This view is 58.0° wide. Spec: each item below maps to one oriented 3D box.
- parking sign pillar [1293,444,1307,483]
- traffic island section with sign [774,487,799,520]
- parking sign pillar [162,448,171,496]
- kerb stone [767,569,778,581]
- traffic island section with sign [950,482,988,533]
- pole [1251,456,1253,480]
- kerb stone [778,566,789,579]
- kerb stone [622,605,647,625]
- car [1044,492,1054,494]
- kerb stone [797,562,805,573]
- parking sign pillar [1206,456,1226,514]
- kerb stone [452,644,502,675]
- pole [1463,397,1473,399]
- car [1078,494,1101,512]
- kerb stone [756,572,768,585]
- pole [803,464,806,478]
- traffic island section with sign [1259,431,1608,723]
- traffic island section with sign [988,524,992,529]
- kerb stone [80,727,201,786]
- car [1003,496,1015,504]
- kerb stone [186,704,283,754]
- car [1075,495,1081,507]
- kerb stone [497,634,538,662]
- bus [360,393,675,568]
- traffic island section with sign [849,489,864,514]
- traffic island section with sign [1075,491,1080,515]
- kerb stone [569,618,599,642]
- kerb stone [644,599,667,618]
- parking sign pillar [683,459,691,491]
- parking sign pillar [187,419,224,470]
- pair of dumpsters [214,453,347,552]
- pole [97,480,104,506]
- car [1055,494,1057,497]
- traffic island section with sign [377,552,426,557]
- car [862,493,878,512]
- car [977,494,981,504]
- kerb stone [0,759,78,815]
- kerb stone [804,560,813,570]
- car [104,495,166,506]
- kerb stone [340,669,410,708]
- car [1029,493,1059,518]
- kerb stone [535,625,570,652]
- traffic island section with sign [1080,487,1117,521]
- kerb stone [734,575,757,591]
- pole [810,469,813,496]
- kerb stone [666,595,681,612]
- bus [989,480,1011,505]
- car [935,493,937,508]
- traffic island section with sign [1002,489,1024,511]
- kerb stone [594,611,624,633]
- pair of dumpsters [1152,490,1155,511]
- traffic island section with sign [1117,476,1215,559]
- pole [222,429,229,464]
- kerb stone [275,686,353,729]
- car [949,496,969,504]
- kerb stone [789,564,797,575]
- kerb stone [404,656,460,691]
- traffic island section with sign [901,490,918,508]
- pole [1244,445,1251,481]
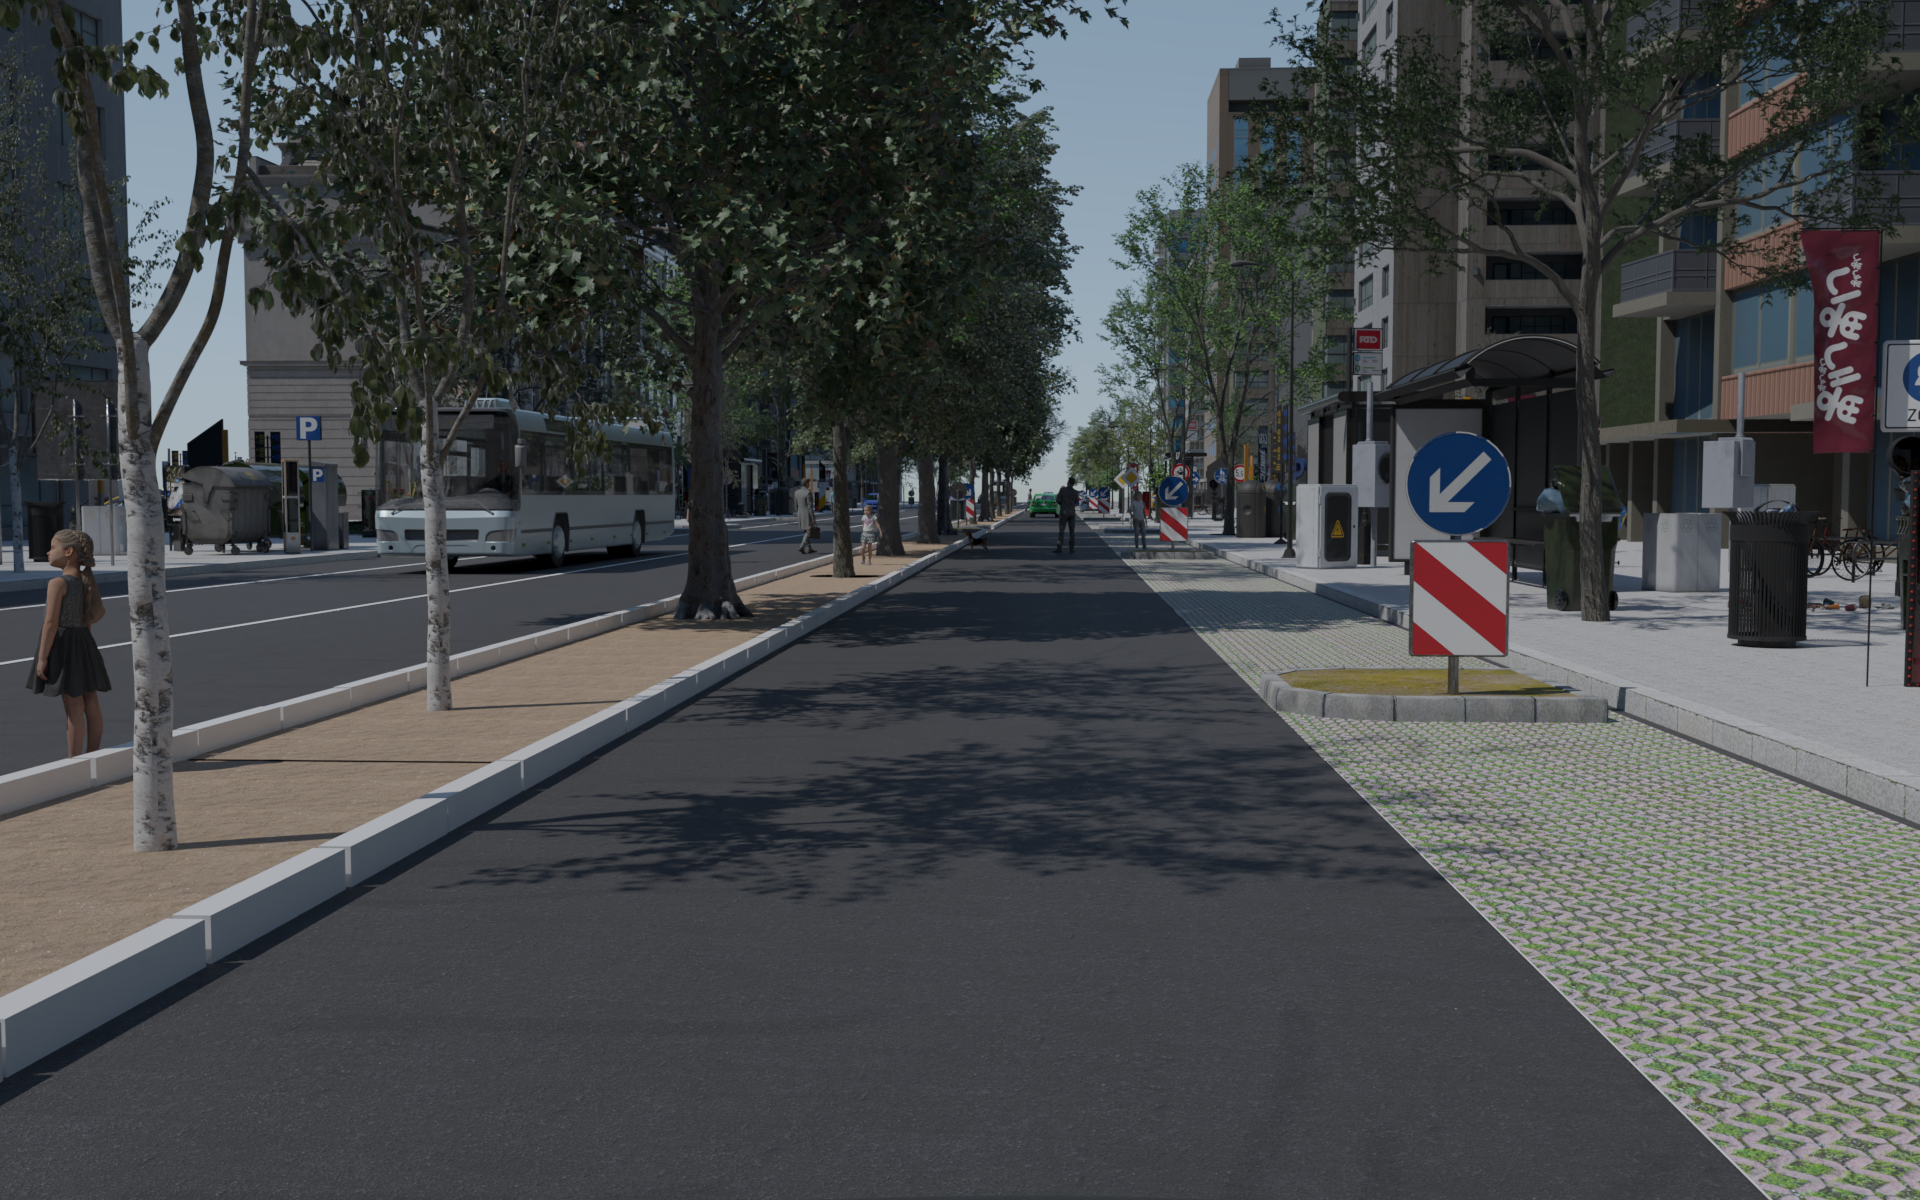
[{"bbox_3d":[18.495,-6.424,93.504,1.447,3.967,1.447,-1,4,-21],"label":"parking sign pillar"},{"bbox_3d":[-9.096,-5.301,95.304,1.989,1.847,2.006,0,4,3],"label":"traffic island section with sign"},{"bbox_3d":[-46.449,-6.911,101.462,1.447,3.967,1.447,-2,4,-24],"label":"parking sign pillar"},{"bbox_3d":[-3.166,-0.377,28.397,0.120,0.150,1.000,0,4,3],"label":"kerb stone"},{"bbox_3d":[-0.107,-3.442,64.417,2.006,1.907,1.989,0,4,3],"label":"traffic island section with sign"},{"bbox_3d":[15.434,-5.990,91.775,0.158,3.312,0.155,0,3,0],"label":"pole"},{"bbox_3d":[-3.090,-0.442,29.420,0.120,0.150,1.000,0,4,3],"label":"kerb stone"},{"bbox_3d":[-3.672,0.188,19.173,0.120,0.150,1.000,0,4,3],"label":"kerb stone"},{"bbox_3d":[13.731,-15.899,268.626,2.281,1.827,5.304,0,4,4],"label":"car"},{"bbox_3d":[-2.987,-0.563,31.466,0.120,0.150,1.000,0,4,3],"label":"kerb stone"},{"bbox_3d":[16.852,-7.647,113.504,1.447,3.967,1.447,1,4,22],"label":"parking sign pillar"},{"bbox_3d":[-3.956,0.498,14.049,0.120,0.150,1.000,0,4,3],"label":"kerb stone"},{"bbox_3d":[10.688,-2.610,36.518,0.158,3.312,0.155,0,3,0],"label":"pole"},{"bbox_3d":[9.857,-7.191,129.577,2.014,1.417,4.499,0,4,1],"label":"car"},{"bbox_3d":[-3.212,-0.317,27.372,0.120,0.150,1.000,0,4,3],"label":"kerb stone"},{"bbox_3d":[-10.577,-7.584,117.833,0.158,3.312,0.155,0,3,0],"label":"pole"},{"bbox_3d":[3.093,-0.191,11.755,1.989,1.847,2.006,0,4,3],"label":"traffic island section with sign"},{"bbox_3d":[0.315,-3.895,71.812,2.006,1.907,1.989,0,4,3],"label":"traffic island section with sign"},{"bbox_3d":[-4.234,0.812,8.927,0.120,0.150,1.000,0,4,3],"label":"kerb stone"},{"bbox_3d":[7.217,-15.396,260.758,2.155,1.783,4.494,0,4,2],"label":"car"},{"bbox_3d":[-4.187,0.749,9.954,0.120,0.150,1.000,0,4,3],"label":"kerb stone"},{"bbox_3d":[12.626,-10.145,178.450,1.945,1.354,3.894,0,4,4],"label":"car"},{"bbox_3d":[-3.903,0.436,15.070,0.120,0.150,1.000,0,4,3],"label":"kerb stone"},{"bbox_3d":[-8.786,-2.538,36.350,2.948,3.499,13.247,0,4,4],"label":"bus"},{"bbox_3d":[-7.572,-6.967,122.532,1.989,1.847,2.006,0,4,3],"label":"traffic island section with sign"},{"bbox_3d":[9.181,-6.867,120.899,1.989,1.847,2.006,0,4,3],"label":"traffic island section with sign"},{"bbox_3d":[-3.784,0.310,17.123,0.120,0.150,1.000,0,4,3],"label":"kerb stone"},{"bbox_3d":[-3.615,0.124,20.199,0.120,0.150,1.000,0,4,3],"label":"kerb stone"},{"bbox_3d":[-19.646,-8.451,126.641,1.447,3.967,1.447,3,4,38],"label":"parking sign pillar"},{"bbox_3d":[-26.993,-4.508,62.171,1.447,3.967,1.447,0,4,2],"label":"parking sign pillar"},{"bbox_3d":[-15.796,-2.297,40.048,1.574,2.255,4.437,0,4,3],"label":"pair of dumpsters"},{"bbox_3d":[-32.019,-4.323,64.521,0.158,3.312,0.155,0,3,0],"label":"pole"},{"bbox_3d":[6.862,-7.422,131.143,2.009,1.686,4.222,0,4,4],"label":"car"},{"bbox_3d":[-12.175,-1.926,40.114,1.989,1.847,2.006,0,4,3],"label":"traffic island section with sign"},{"bbox_3d":[-6.617,-7.668,134.959,1.945,1.707,3.694,0,4,4],"label":"car"},{"bbox_3d":[3.576,-15.351,260.767,2.009,1.686,4.222,0,4,5],"label":"car"},{"bbox_3d":[-4.299,0.875,7.898,0.120,0.150,1.000,0,4,3],"label":"kerb stone"},{"bbox_3d":[-2.932,-0.629,32.486,0.120,0.150,1.000,0,4,3],"label":"kerb stone"},{"bbox_3d":[-34.000,-3.714,70.944,3.980,1.641,2.015,0,4,4],"label":"car"},{"bbox_3d":[-4.074,0.623,12.002,0.120,0.150,1.000,0,4,3],"label":"kerb stone"},{"bbox_3d":[5.204,-5.956,106.172,1.959,1.807,4.718,0,4,4],"label":"car"},{"bbox_3d":[-3.844,0.373,16.090,0.120,0.150,1.000,0,4,3],"label":"kerb stone"},{"bbox_3d":[7.673,-5.212,93.841,1.989,1.847,2.006,0,4,3],"label":"traffic island section with sign"},{"bbox_3d":[-3.271,-0.254,26.342,0.120,0.150,1.000,0,4,3],"label":"kerb stone"},{"bbox_3d":[-12.077,-9.002,141.025,0.158,3.312,0.155,0,3,0],"label":"pole"},{"bbox_3d":[-3.556,0.062,21.220,0.120,0.150,1.000,0,4,3],"label":"kerb stone"},{"bbox_3d":[5.149,-13.553,216.451,2.948,3.499,13.247,0,4,2],"label":"bus"},{"bbox_3d":[-2.074,-9.229,159.926,2.155,1.783,4.494,0,4,2],"label":"car"},{"bbox_3d":[4.489,-8.483,146.835,2.006,1.907,1.989,0,4,3],"label":"traffic island section with sign"},{"bbox_3d":[-3.730,0.248,18.144,0.120,0.150,1.000,0,4,3],"label":"kerb stone"},{"bbox_3d":[14.920,-7.735,128.963,1.574,2.255,4.437,0,4,3],"label":"pair of dumpsters"},{"bbox_3d":[4.609,-1.837,38.667,1.989,1.847,2.006,0,4,3],"label":"traffic island section with sign"},{"bbox_3d":[-23.192,-3.726,54.763,0.158,3.312,0.155,0,3,0],"label":"pole"},{"bbox_3d":[-4.125,0.690,10.980,0.120,0.150,1.000,0,4,3],"label":"kerb stone"},{"bbox_3d":[-0.020,-7.424,133.744,2.083,1.381,4.827,0,4,2],"label":"car"},{"bbox_3d":[-3.038,-0.504,30.442,0.120,0.150,1.000,0,4,3],"label":"kerb stone"},{"bbox_3d":[-4.012,0.561,13.023,0.120,0.150,1.000,0,4,3],"label":"kerb stone"},{"bbox_3d":[-4.797,-10.013,172.342,1.989,1.847,2.006,0,4,3],"label":"traffic island section with sign"},{"bbox_3d":[11.807,-4.749,71.487,0.158,3.312,0.155,0,3,0],"label":"pole"}]
